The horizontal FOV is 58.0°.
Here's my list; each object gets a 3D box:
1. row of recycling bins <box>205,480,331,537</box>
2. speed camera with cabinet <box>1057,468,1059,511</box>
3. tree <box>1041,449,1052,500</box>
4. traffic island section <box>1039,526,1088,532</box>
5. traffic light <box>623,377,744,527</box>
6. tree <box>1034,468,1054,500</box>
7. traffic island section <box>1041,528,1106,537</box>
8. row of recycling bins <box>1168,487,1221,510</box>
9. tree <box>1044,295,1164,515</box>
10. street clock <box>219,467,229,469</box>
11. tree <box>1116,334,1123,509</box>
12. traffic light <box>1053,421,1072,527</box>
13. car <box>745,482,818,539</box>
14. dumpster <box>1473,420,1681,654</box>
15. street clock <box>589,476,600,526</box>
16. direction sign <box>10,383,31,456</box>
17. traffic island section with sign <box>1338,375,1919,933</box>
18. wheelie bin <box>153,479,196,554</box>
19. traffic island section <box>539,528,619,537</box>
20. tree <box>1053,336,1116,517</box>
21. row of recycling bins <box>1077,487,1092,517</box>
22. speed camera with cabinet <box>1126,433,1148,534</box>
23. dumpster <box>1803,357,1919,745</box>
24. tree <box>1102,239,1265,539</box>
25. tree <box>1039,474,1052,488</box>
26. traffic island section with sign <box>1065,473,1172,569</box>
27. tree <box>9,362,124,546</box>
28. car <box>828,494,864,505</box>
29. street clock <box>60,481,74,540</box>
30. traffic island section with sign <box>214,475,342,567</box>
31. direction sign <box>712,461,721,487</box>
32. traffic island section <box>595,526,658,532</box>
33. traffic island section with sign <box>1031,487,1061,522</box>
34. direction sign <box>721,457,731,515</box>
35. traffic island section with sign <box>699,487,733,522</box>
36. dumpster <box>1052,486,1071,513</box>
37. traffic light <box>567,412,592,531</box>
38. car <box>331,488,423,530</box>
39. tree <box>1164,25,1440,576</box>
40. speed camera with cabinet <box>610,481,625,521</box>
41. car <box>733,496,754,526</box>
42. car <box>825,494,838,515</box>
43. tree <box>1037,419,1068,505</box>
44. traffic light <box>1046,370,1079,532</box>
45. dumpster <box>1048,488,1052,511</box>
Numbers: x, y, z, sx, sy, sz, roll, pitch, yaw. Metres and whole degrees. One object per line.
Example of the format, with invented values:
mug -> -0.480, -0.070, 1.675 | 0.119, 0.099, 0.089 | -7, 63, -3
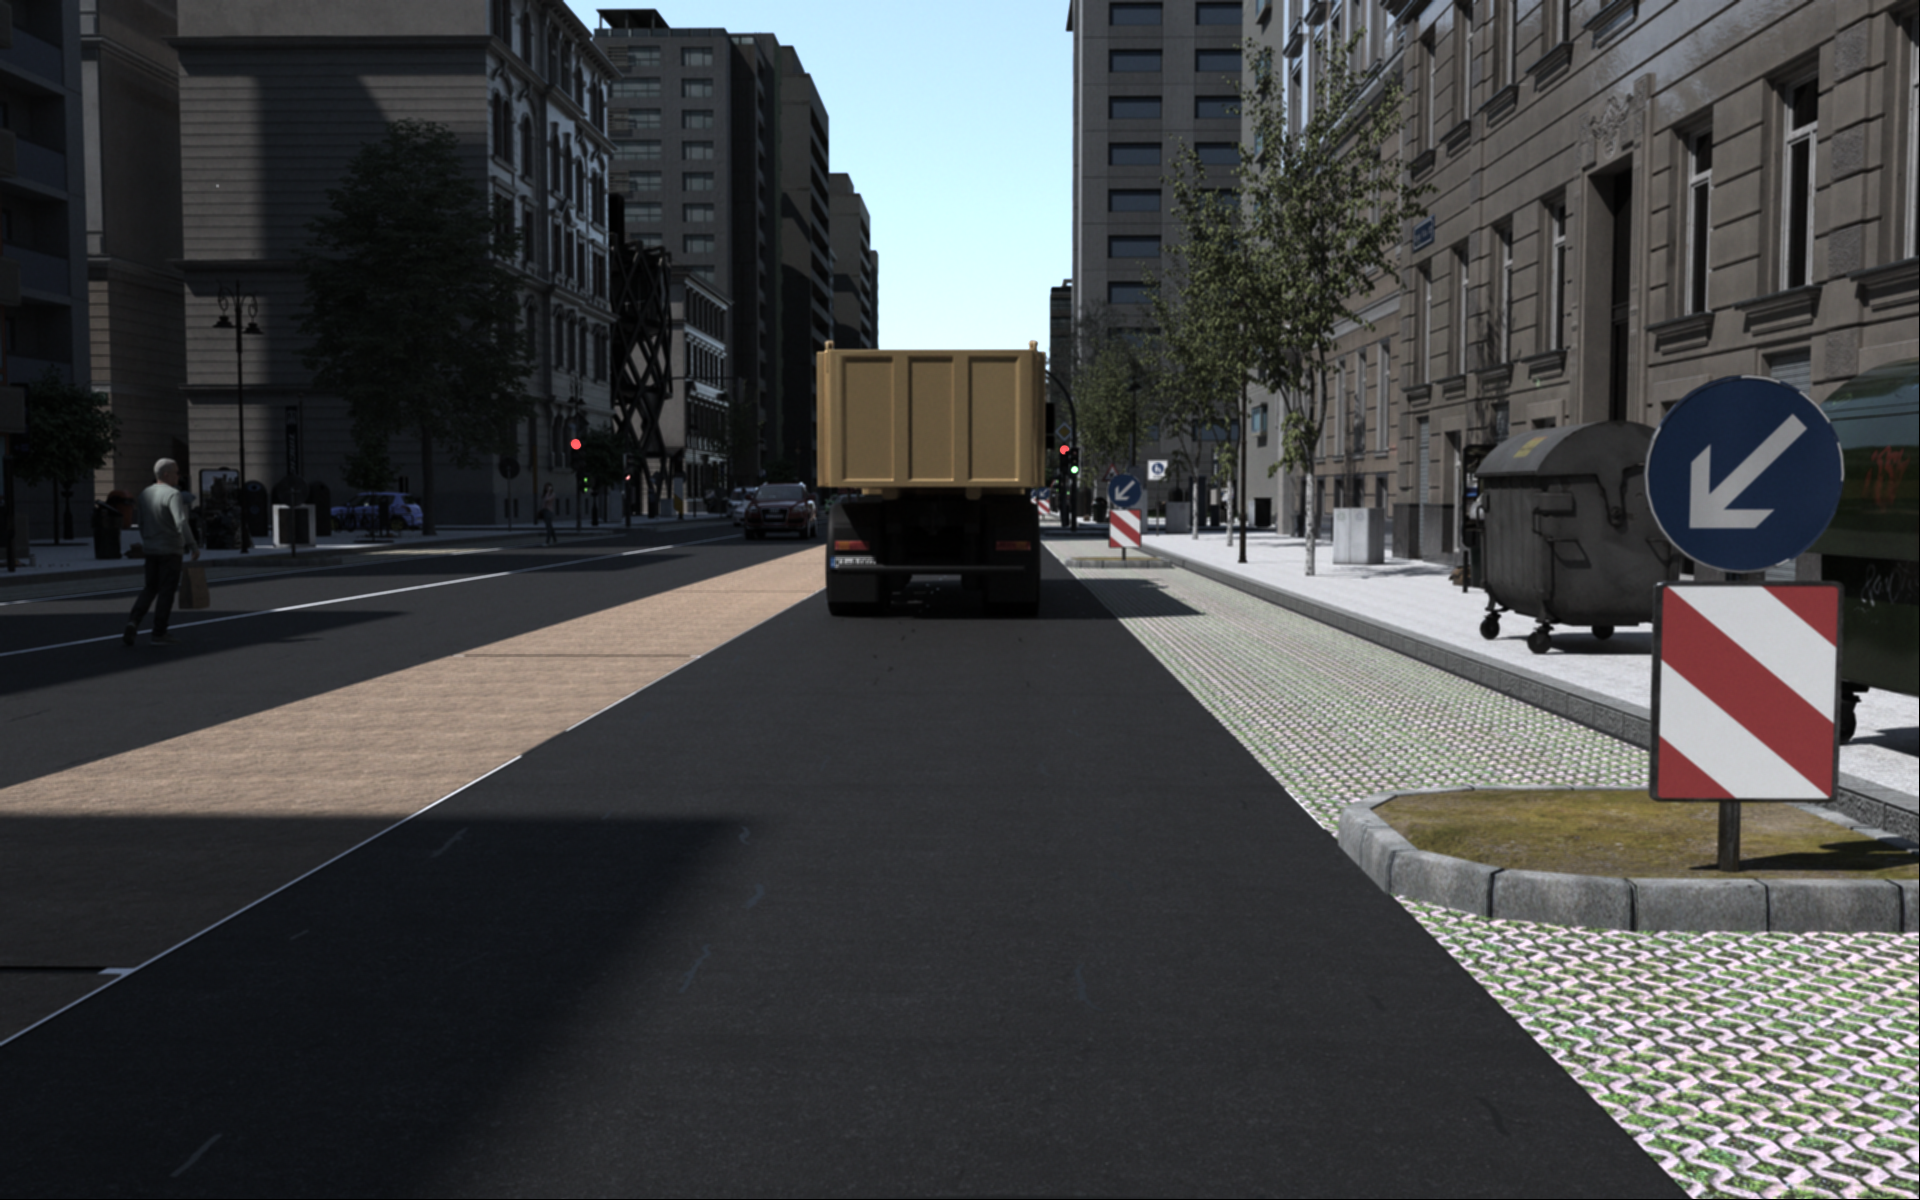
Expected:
row of recycling bins -> -20.919, -2.770, 52.397 | 3.534, 1.692, 1.069 | -2, 4, -25
speed camera with cabinet -> 7.319, -8.549, 134.110 | 0.660, 3.252, 2.038 | 0, 4, -7
tree -> 7.560, -8.773, 93.794 | 4.737, 8.622, 4.395 | 0, 3, 0
traffic island section -> 4.052, -2.741, 67.099 | 2.009, 0.180, 2.903 | 0, 4, 1
traffic light -> -10.803, -5.665, 67.295 | 4.771, 5.953, 1.251 | 0, 4, 1
tree -> 8.260, -11.956, 179.195 | 4.285, 4.588, 4.351 | 0, 3, 0
traffic island section -> 3.894, -2.253, 59.115 | 2.009, 0.180, 2.903 | 0, 4, 1
row of recycling bins -> 13.332, -5.441, 96.075 | 3.534, 1.692, 1.069 | 0, 4, 2
tree -> 8.010, -11.985, 106.323 | 12.009, 13.543, 11.850 | 0, 3, 0
street clock -> -19.749, -2.568, 46.549 | 0.471, 2.002, 0.358 | -1, 4, -22
tree -> 6.396, -5.625, 42.326 | 4.737, 8.622, 4.395 | 0, 3, 0
traffic light -> 4.012, -4.775, 66.985 | 0.839, 4.253, 0.868 | 0, 4, 1
car -> -5.783, -2.915, 56.328 | 2.281, 1.827, 5.304 | 0, 4, -1
dumpster -> 5.168, -0.535, 14.507 | 1.264, 1.857, 1.865 | 0, 4, 1
street clock -> -14.696, -3.982, 69.669 | 0.358, 2.002, 0.471 | -3, 5, -45
direction sign -> -19.433, -2.652, 35.357 | 0.876, 3.537, 0.379 | -1, 4, -12
traffic island section with sign -> 2.530, 0.126, 6.572 | 1.989, 1.847, 2.006 | 0, 4, 1
wheelie bin -> -16.777, -1.771, 36.864 | 0.980, 1.594, 0.693 | -1, 4, -11
traffic island section -> -13.094, -2.274, 59.453 | 2.009, 0.180, 2.903 | 0, 4, 1
tree -> 6.666, -7.810, 78.053 | 4.737, 8.622, 4.395 | 0, 3, 0
row of recycling bins -> 6.965, -5.572, 98.213 | 1.069, 1.692, 3.534 | 0, 4, 0
speed camera with cabinet -> 5.723, -3.765, 55.899 | 0.660, 3.252, 2.038 | 0, 4, 3
dumpster -> 4.974, -0.337, 8.005 | 1.502, 2.255, 1.985 | 0, 4, 1
tree -> 6.456, -6.033, 49.004 | 4.360, 8.622, 3.978 | 0, 3, 0
tree -> 8.365, -10.575, 167.502 | 1.663, 3.219, 1.824 | 0, 3, 0
traffic island section with sign -> 3.073, -1.556, 34.065 | 1.989, 1.847, 2.006 | 0, 4, 1
tree -> -22.693, -3.638, 43.193 | 4.285, 4.588, 4.351 | 0, 3, 0
car -> -4.966, -4.149, 79.631 | 2.131, 1.459, 4.920 | 0, 4, 1
street clock -> -25.094, -2.699, 48.697 | 0.471, 2.002, 0.358 | 3, 4, 38
traffic island section with sign -> -13.575, -1.598, 34.757 | 1.989, 1.847, 2.006 | 0, 4, 1
direction sign -> -16.598, -7.771, 119.052 | 0.876, 3.537, 0.379 | -2, 4, -32
traffic island section -> -12.936, -2.762, 67.437 | 2.009, 0.180, 2.903 | 0, 4, 1
traffic island section with sign -> 4.155, -4.902, 88.771 | 1.989, 1.847, 2.006 | 0, 4, 1
direction sign -> -14.075, -6.939, 105.448 | 0.379, 3.537, 0.876 | 0, 4, 4
traffic island section with sign -> -12.486, -4.998, 90.337 | 1.989, 1.847, 2.006 | 0, 4, 1
dumpster -> 7.033, -6.807, 117.046 | 1.264, 1.857, 1.865 | 0, 4, 1
traffic light -> -13.054, -4.306, 59.318 | 0.839, 4.253, 0.868 | 0, 4, 1
car -> -21.595, -3.288, 63.356 | 3.694, 1.707, 1.945 | 0, 4, 1
tree -> 5.257, -4.686, 26.977 | 4.737, 8.622, 4.395 | 0, 3, 0
speed camera with cabinet -> -16.269, -5.392, 82.497 | 0.660, 3.252, 2.038 | 0, 4, -4
car -> -9.026, -4.023, 78.134 | 2.083, 1.381, 4.827 | 0, 4, 3
car -> -8.354, -6.706, 121.447 | 2.131, 1.459, 4.920 | 0, 4, 2
tree -> 9.316, -17.187, 206.761 | 9.928, 11.665, 9.643 | 0, 3, 0
traffic light -> 1.761, -5.152, 58.902 | 4.771, 5.953, 1.251 | 0, 4, 1
dumpster -> 7.288, -7.667, 131.107 | 1.264, 1.857, 1.865 | 0, 4, 1
